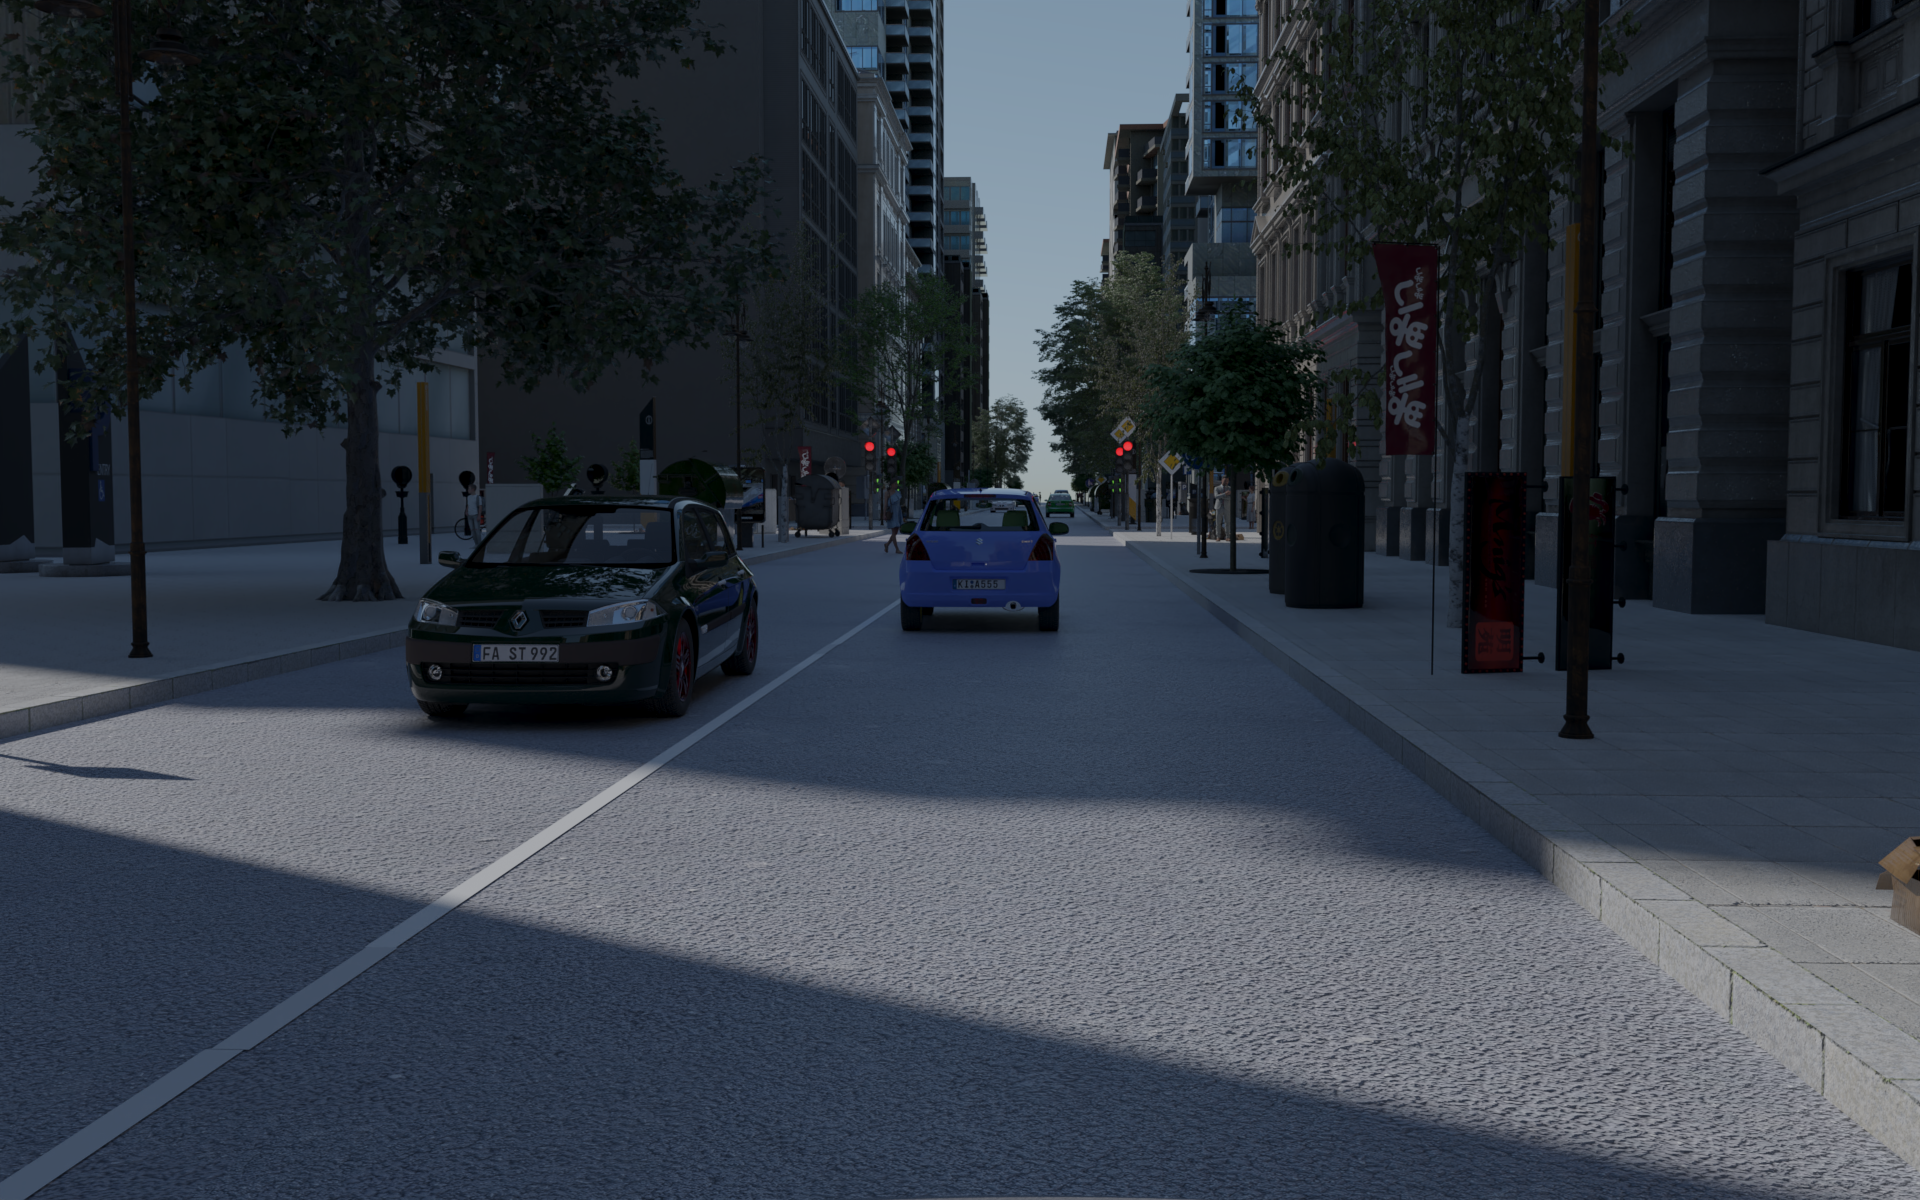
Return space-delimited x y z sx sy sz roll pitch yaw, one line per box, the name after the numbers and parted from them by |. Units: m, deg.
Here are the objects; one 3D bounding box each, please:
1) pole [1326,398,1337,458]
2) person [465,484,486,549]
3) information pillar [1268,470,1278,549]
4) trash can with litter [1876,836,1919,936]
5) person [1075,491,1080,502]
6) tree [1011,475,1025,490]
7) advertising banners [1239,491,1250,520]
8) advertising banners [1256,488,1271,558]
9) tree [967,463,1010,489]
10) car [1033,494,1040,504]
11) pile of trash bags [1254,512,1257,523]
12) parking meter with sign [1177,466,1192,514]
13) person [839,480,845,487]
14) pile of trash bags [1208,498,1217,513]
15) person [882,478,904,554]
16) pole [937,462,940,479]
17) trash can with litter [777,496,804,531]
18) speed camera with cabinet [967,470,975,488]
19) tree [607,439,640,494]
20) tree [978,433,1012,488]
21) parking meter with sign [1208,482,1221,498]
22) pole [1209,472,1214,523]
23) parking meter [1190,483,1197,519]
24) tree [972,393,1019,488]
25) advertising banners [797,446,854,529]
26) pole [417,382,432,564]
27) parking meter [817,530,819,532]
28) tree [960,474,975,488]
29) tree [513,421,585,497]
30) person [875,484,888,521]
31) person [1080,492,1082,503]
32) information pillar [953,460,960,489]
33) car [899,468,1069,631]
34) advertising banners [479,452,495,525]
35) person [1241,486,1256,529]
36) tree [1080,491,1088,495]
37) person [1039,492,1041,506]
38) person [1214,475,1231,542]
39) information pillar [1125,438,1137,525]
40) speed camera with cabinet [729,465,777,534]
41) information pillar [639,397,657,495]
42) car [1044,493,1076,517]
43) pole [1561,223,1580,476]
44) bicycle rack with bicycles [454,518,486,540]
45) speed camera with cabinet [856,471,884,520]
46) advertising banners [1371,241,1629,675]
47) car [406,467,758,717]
7.920 -2.639 36.995 0.158 3.312 0.155 0 3 0 | pole
-11.344 -1.954 40.590 0.503 1.515 0.523 0 4 -3 | person
7.152 -2.115 39.067 0.304 2.012 0.304 0 4 -6 | information pillar
2.843 0.405 4.771 0.624 1.170 1.055 0 4 6 | trash can with litter
19.172 -16.922 282.687 0.705 1.831 1.348 3 5 41 | person
8.706 -17.998 277.978 4.285 4.588 4.351 0 3 0 | tree
14.788 -5.482 85.811 2.074 3.025 0.090 -1 4 -21 | advertising banners
6.421 -2.401 35.439 0.090 3.025 2.074 2 4 24 | advertising banners
2.382 -12.069 181.045 4.285 4.588 4.351 0 3 0 | tree
11.186 -15.572 264.188 1.945 1.707 3.694 0 4 2 | car
14.009 -4.039 75.782 1.912 1.369 3.447 0 4 1 | pile of trash bags
13.851 -6.801 107.460 0.543 3.016 1.738 -1 4 -8 | parking meter with sign
-4.301 -3.444 62.525 0.466 1.800 0.511 -3 5 -40 | person
16.476 -5.901 106.238 3.447 1.369 1.912 -1 4 -12 | pile of trash bags
-1.643 -2.019 41.610 0.616 1.811 0.778 -3 4 -38 | person
-1.354 -7.161 110.927 0.158 3.312 0.155 0 3 0 | pole
-6.238 -3.076 61.352 2.233 1.210 1.678 1 4 18 | trash can with litter
1.074 -9.043 142.196 0.660 3.252 2.038 -1 4 -12 | speed camera with cabinet
-10.452 -3.752 55.951 1.663 3.219 1.824 0 3 0 | tree
4.466 -15.755 207.950 4.737 8.622 4.395 0 3 0 | tree
15.942 -6.867 108.543 1.738 3.016 0.543 -1 4 -20 | parking meter with sign
10.962 -4.996 75.527 0.158 3.312 0.155 0 3 0 | pole
12.187 -5.169 90.225 0.399 1.863 0.255 0 4 -3 | parking meter
5.068 -19.207 220.686 9.857 13.997 8.962 0 3 0 | tree
-4.905 -4.101 63.235 2.074 3.025 0.090 -1 4 -14 | advertising banners
-9.788 -2.312 31.641 0.158 3.312 0.155 0 3 0 | pole
-4.700 -3.106 59.191 0.372 1.533 0.369 0 3 0 | parking meter
0.898 -9.735 153.767 1.663 3.219 1.824 0 3 0 | tree
-10.613 -3.119 45.590 1.663 3.219 1.824 0 3 0 | tree
-3.664 -4.665 82.661 0.694 1.780 0.624 -1 4 -20 | person
17.131 -14.525 244.078 0.434 1.755 0.990 1 4 8 | person
-0.205 -7.826 119.301 0.504 3.616 0.183 -1 4 -16 | information pillar
0.260 -0.601 19.422 1.945 1.707 3.694 0 4 2 | car
-19.858 -4.608 71.524 0.090 3.025 2.074 2 4 25 | advertising banners
11.154 -3.534 66.858 0.524 1.755 0.480 -1 4 -21 | person
14.892 -12.710 202.402 1.663 3.219 1.824 0 3 0 | tree
10.065 -12.634 215.887 0.721 1.723 1.217 0 4 0 | person
7.116 -2.475 46.684 0.511 1.800 0.466 -1 4 -13 | person
7.196 -4.984 72.847 0.504 3.616 0.183 -1 4 -19 | information pillar
-6.783 -3.753 55.704 0.660 3.252 2.038 2 4 35 | speed camera with cabinet
-7.532 -3.091 41.893 0.504 3.616 0.183 2 4 34 | information pillar
6.198 -6.027 107.342 1.959 1.807 4.718 0 4 3 | car
4.687 -1.183 13.189 0.158 3.312 0.155 0 3 0 | pole
-12.576 -2.192 49.220 2.925 0.926 2.852 0 4 2 | bicycle rack with bicycles
-4.243 -5.552 85.105 0.660 3.252 2.038 3 4 37 | speed camera with cabinet
3.844 -0.987 12.331 2.074 3.025 0.090 -1 4 -15 | advertising banners
-2.556 -0.160 12.400 2.009 1.686 4.222 0 4 3 | car
